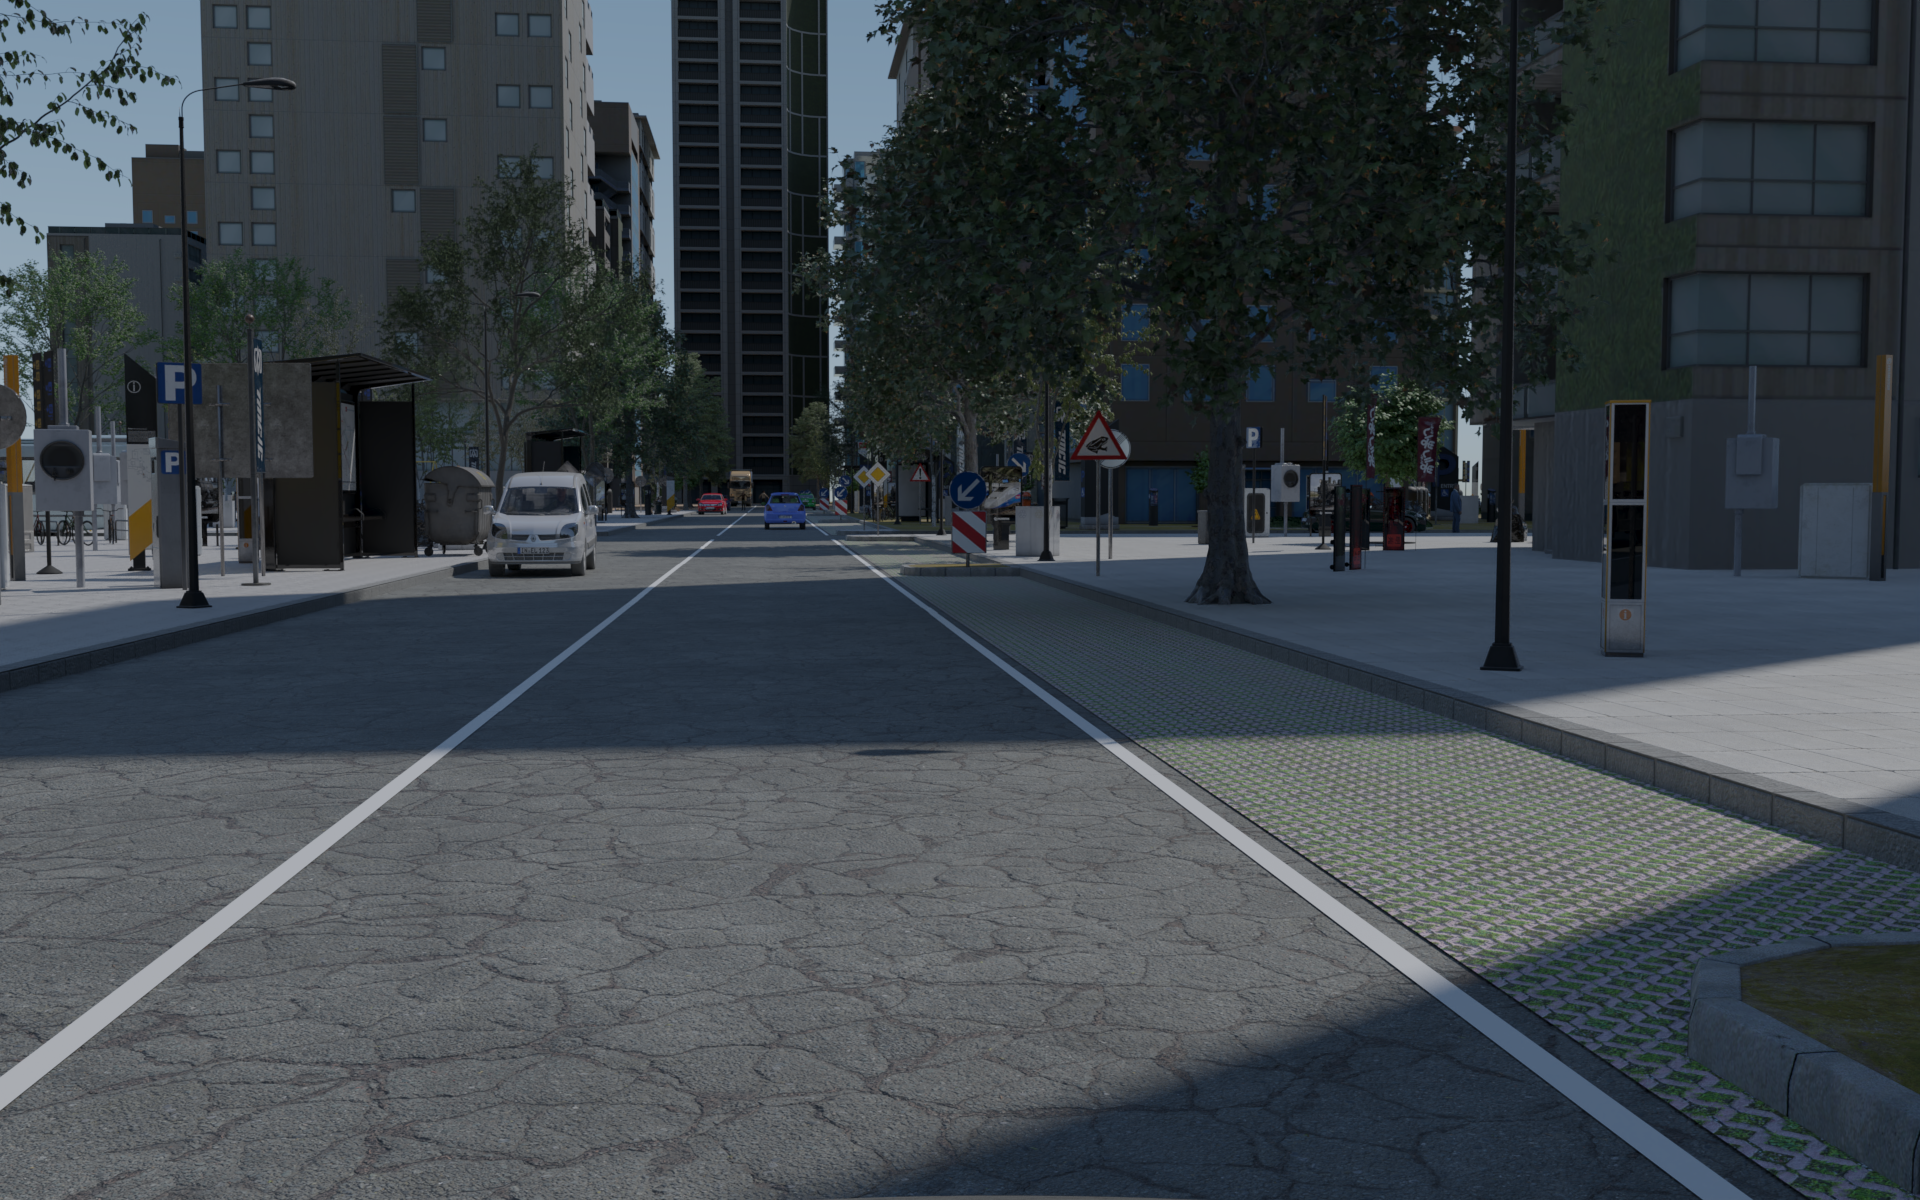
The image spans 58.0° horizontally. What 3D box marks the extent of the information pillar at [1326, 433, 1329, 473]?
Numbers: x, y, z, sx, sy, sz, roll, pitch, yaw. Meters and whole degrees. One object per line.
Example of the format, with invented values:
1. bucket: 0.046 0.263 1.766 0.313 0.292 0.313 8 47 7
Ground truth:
1. information pillar: 13.140 -4.332 62.190 0.183 3.616 0.504 0 4 3

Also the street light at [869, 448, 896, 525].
1. street light: -3.169 -6.125 72.678 1.470 5.913 1.316 0 4 -6

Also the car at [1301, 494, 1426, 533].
1. car: 13.782 -3.023 59.217 4.222 1.686 2.009 0 4 -5

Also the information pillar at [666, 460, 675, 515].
1. information pillar: -17.729 -7.013 106.015 0.504 3.616 0.183 0 4 5

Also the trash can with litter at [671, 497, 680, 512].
1. trash can with litter: -20.719 -7.020 126.170 0.624 1.170 1.055 -3 5 -40

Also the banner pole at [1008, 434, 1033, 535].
1. banner pole: 1.747 -3.945 54.512 0.863 3.779 0.401 2 4 30

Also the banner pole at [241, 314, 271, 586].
1. banner pole: -9.925 -2.107 24.460 0.401 3.779 0.863 0 4 -7

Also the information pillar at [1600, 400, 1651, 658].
1. information pillar: 5.252 -0.562 13.682 0.304 2.012 0.304 1 4 13

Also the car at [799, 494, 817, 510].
1. car: -13.585 -8.788 152.483 1.959 1.807 4.718 0 4 -5

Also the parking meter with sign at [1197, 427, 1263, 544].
1. parking meter with sign: 6.939 -2.960 44.650 1.738 3.016 0.543 -2 4 -31

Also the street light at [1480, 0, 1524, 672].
1. street light: 3.428 -2.441 12.452 1.470 5.913 1.316 0 4 -6

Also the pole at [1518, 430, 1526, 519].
1. pole: 17.669 -3.708 54.462 0.158 3.312 0.155 0 3 0

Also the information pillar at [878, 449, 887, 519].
1. information pillar: -4.002 -5.976 89.064 0.504 3.616 0.183 -1 4 -11

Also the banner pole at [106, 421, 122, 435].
1. banner pole: -29.090 -4.264 59.734 0.863 3.779 0.401 2 4 24

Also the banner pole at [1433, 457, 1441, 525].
1. banner pole: 19.713 -4.999 71.750 0.401 3.779 0.863 1 4 21

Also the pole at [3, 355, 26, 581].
1. pole: -13.939 -1.938 25.529 0.158 3.312 0.155 0 3 0

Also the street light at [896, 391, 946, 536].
1. street light: -1.116 -4.952 53.508 1.470 5.913 1.316 0 4 -6

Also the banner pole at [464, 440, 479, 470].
1. banner pole: -22.717 -5.529 80.413 0.863 3.779 0.401 0 4 -3

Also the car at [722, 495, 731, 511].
1. car: -20.728 -8.390 149.750 1.945 1.354 3.894 0 4 -6

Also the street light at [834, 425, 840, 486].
1. street light: -7.680 -8.689 114.611 1.470 5.913 1.316 0 4 -6

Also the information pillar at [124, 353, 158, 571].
1. information pillar: -13.636 -2.294 28.868 0.504 3.616 0.183 -1 4 -20

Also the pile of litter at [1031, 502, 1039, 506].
1. pile of litter: 4.164 -5.091 97.196 1.719 0.858 1.176 1 4 18

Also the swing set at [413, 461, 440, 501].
1. swing set: -26.236 -5.191 82.489 3.119 2.851 2.862 0 4 5

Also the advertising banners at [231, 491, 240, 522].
1. advertising banners: -32.430 -4.995 77.849 0.090 3.025 2.074 -3 5 -39

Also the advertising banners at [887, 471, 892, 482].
1. advertising banners: -4.627 -8.235 130.821 2.074 3.025 0.090 0 4 -6

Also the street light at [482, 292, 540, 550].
1. street light: -10.353 -4.122 39.928 1.470 5.913 1.316 0 4 -6

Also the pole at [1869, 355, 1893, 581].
1. pole: 13.549 -1.935 25.473 0.158 3.312 0.155 0 3 0

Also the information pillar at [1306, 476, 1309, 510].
1. information pillar: 13.948 -3.930 68.741 0.304 2.012 0.304 -3 4 -36

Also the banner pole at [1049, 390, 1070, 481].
1. banner pole: 2.291 -3.112 40.903 0.863 3.779 0.401 -3 4 -36

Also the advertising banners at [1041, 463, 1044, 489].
1. advertising banners: 5.287 -6.297 99.137 2.074 3.025 0.090 -3 5 -44

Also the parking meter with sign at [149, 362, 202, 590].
1. parking meter with sign: -10.796 -1.680 23.734 0.543 3.016 1.738 -2 4 -33

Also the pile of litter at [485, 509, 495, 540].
1. pile of litter: -13.746 -2.146 49.056 1.176 0.858 1.719 2 4 32

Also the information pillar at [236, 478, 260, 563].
1. information pillar: -13.221 -1.691 32.144 0.304 2.012 0.304 0 4 -6

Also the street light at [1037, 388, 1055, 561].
1. street light: 1.120 -3.699 33.019 1.470 5.913 1.316 0 4 -6

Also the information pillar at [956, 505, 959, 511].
1. information pillar: -0.257 -6.506 110.868 0.304 2.012 0.304 -2 4 -23

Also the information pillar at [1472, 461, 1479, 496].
1. information pillar: 36.385 -8.010 122.314 0.504 3.616 0.183 -1 4 -13

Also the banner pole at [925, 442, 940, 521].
1. banner pole: -1.242 -5.655 82.484 0.401 3.779 0.863 -2 4 -24

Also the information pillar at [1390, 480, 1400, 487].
1. information pillar: 13.934 -3.912 55.323 0.183 3.616 0.504 -2 4 -24

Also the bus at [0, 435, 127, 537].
1. bus: -32.594 -3.653 54.589 13.247 3.499 2.948 0 4 -5

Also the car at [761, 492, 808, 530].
1. car: -7.204 -3.763 71.122 1.945 1.707 3.694 0 4 -7

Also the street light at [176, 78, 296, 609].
1. street light: -8.113 -2.868 19.439 1.470 5.913 1.316 0 4 -6

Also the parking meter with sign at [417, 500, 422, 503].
1. parking meter with sign: -40.918 -8.134 129.246 0.543 3.016 1.738 2 4 27

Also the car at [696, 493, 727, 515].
1. car: -17.289 -6.842 120.902 2.155 1.783 4.494 0 4 -4

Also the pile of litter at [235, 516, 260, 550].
1. pile of litter: -16.229 -1.616 40.393 1.176 0.858 1.719 -3 4 -39

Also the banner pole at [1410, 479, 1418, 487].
1. banner pole: 35.800 -8.981 136.860 0.863 3.779 0.401 0 4 4

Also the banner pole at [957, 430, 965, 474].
1. banner pole: 0.148 -3.844 52.864 0.401 3.779 0.863 -3 4 -39

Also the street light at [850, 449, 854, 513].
1. street light: -5.297 -7.378 93.179 1.470 5.913 1.316 0 4 -6
